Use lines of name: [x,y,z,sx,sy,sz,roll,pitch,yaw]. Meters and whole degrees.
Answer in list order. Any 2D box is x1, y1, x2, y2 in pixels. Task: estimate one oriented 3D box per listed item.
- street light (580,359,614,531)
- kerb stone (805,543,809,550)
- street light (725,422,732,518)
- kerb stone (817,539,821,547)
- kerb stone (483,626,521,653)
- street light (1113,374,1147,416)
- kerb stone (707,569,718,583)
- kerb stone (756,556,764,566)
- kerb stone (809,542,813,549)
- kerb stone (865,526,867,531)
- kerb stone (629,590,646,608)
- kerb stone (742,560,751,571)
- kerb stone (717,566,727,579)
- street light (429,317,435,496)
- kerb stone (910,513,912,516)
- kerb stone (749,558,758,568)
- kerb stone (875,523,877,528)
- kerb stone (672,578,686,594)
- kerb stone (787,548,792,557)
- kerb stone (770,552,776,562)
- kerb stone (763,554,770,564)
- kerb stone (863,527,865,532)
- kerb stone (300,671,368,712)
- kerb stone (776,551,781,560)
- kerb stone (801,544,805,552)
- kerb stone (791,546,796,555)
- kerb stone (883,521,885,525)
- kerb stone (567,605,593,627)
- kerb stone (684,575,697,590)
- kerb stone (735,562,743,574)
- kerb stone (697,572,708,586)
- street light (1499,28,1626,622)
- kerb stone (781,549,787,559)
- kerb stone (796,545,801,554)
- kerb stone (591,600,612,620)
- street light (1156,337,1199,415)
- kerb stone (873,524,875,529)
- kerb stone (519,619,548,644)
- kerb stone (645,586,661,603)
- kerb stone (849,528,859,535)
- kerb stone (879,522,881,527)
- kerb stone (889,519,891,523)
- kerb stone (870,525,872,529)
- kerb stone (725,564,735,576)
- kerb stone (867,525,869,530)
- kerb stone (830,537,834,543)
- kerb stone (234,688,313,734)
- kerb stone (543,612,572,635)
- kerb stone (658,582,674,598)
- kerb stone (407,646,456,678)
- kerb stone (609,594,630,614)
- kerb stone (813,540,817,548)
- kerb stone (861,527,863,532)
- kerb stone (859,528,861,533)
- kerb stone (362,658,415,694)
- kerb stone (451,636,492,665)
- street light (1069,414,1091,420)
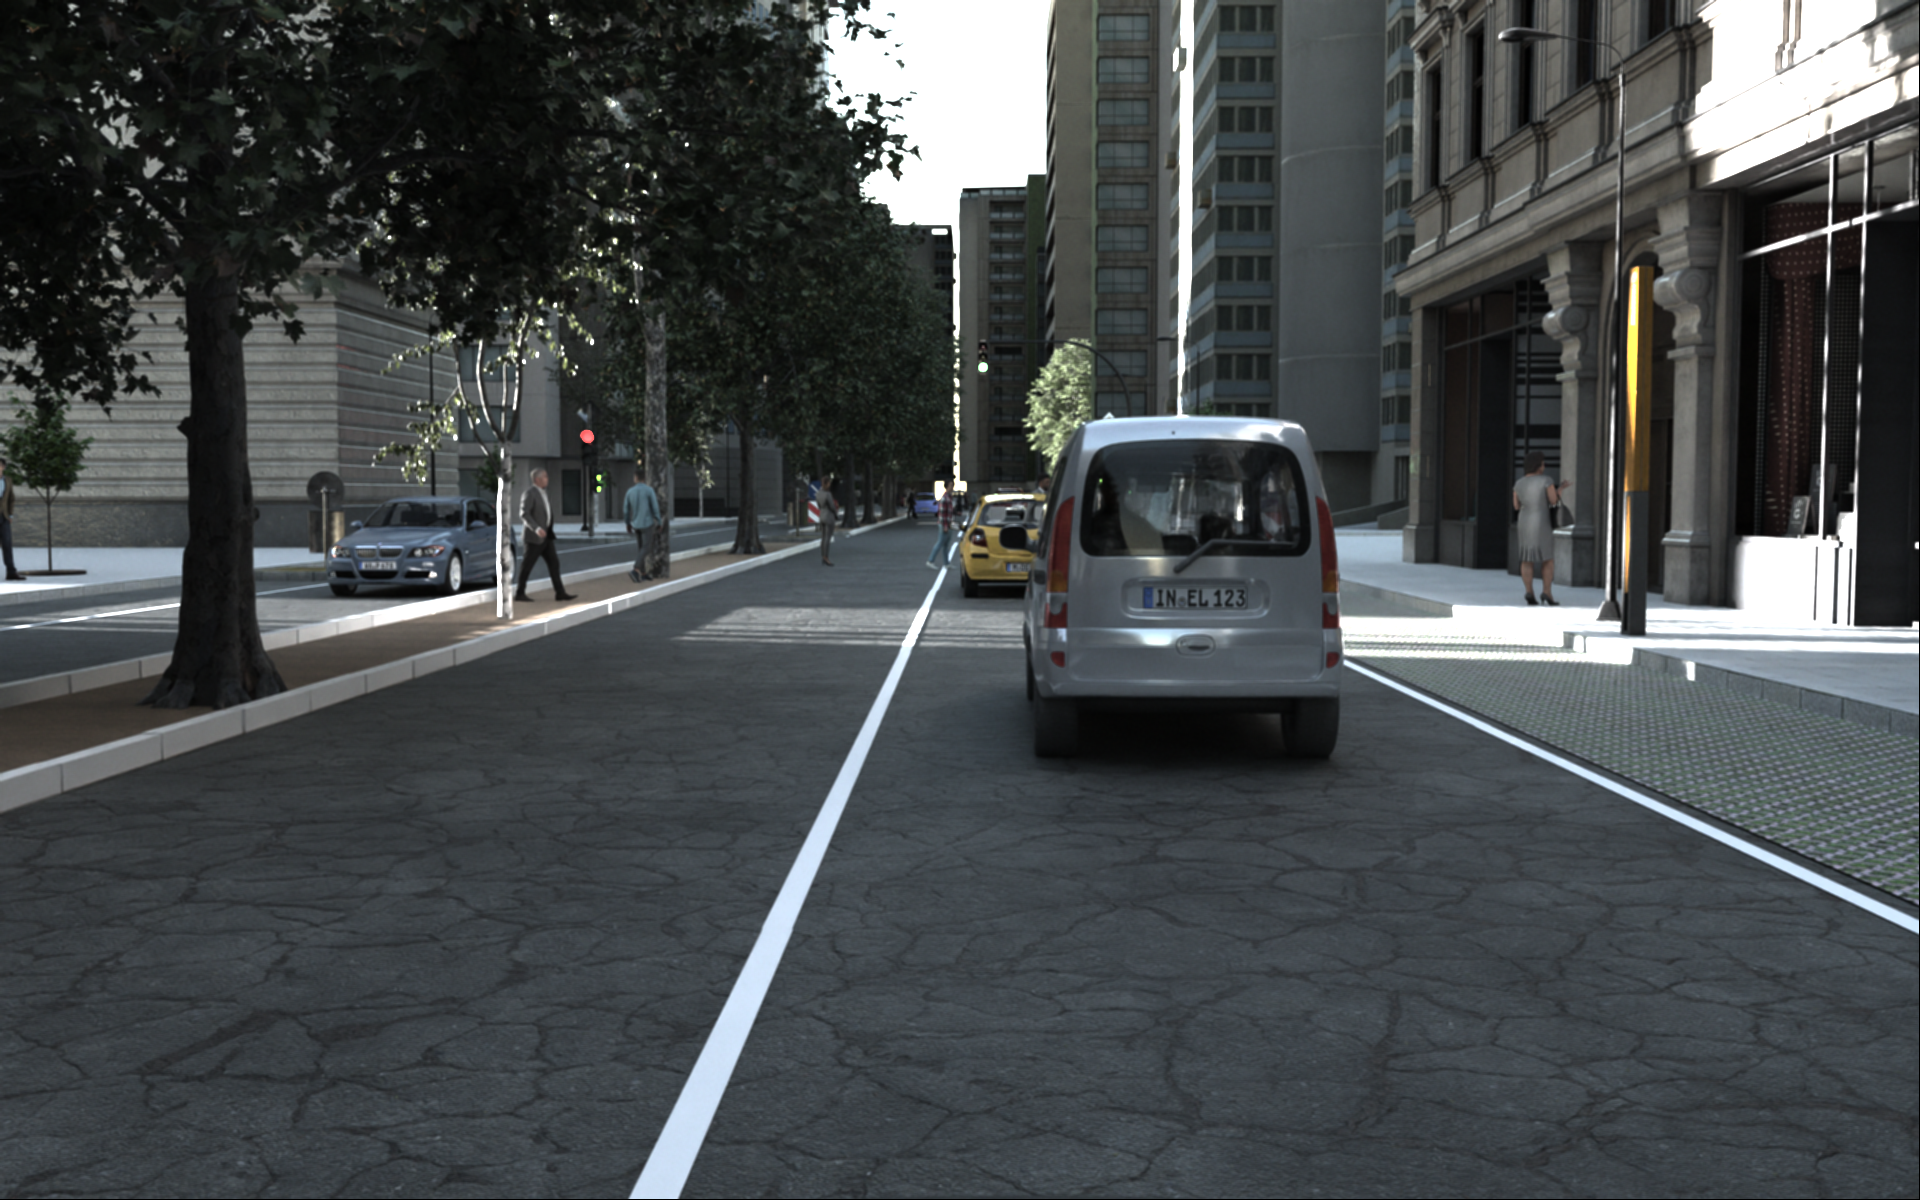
street light: [-12.351,-5.310,59.358,1.470,5.913,1.316,0,4,1]
kerb stone: [-3.968,-1.311,43.629,0.120,0.150,1.000,0,4,1]
street light: [-11.967,-7.386,93.305,1.470,5.913,1.316,0,4,1]
kerb stone: [-3.923,-1.498,46.694,0.120,0.150,1.000,0,4,1]
kerb stone: [-4.263,0.380,15.980,0.120,0.150,1.000,0,4,1]
street light: [6.603,-5.763,66.758,1.470,5.913,1.316,0,4,1]
kerb stone: [-4.127,-0.371,28.265,0.120,0.150,1.000,0,4,1]
kerb stone: [-4.074,-0.746,34.410,0.120,0.150,1.000,0,4,1]
kerb stone: [-3.952,-1.372,44.651,0.120,0.150,1.000,0,4,1]
kerb stone: [-3.725,-2.659,65.669,0.120,0.150,1.000,0,4,1]
kerb stone: [-4.197,0.005,22.120,0.120,0.150,1.000,0,4,1]
kerb stone: [-4.088,-0.622,32.362,0.120,0.150,1.000,0,4,1]
kerb stone: [-4.121,-0.431,29.287,0.120,0.150,1.000,0,4,1]
street light: [-12.494,-4.294,42.754,1.470,5.913,1.316,0,4,1]
kerb stone: [-3.263,-5.294,108.747,0.120,0.150,1.000,0,4,1]
kerb stone: [-4.077,-0.685,33.388,0.120,0.150,1.000,0,4,1]
kerb stone: [-3.657,-3.037,71.843,0.120,0.150,1.000,0,4,1]
kerb stone: [-4.168,-0.183,25.192,0.120,0.150,1.000,0,4,1]
kerb stone: [-4.016,-1.060,39.527,0.120,0.150,1.000,0,4,1]
kerb stone: [-4.049,-0.872,36.461,0.120,0.150,1.000,0,4,1]
kerb stone: [-4.052,-0.810,35.439,0.120,0.150,1.000,0,4,1]
kerb stone: [-3.736,-2.596,64.639,0.120,0.150,1.000,0,4,1]
kerb stone: [-4.313,0.632,11.864,0.120,0.150,1.000,0,4,1]
kerb stone: [-4.039,-0.935,37.483,0.120,0.150,1.000,0,4,1]
kerb stone: [-3.977,-1.248,42.602,0.120,0.150,1.000,0,4,1]
kerb stone: [-4.001,-1.123,40.549,0.120,0.150,1.000,0,4,1]
kerb stone: [-3.594,-3.413,77.998,0.120,0.150,1.000,0,4,1]
kerb stone: [-4.237,0.194,19.046,0.120,0.150,1.000,0,4,1]
kerb stone: [-4.155,-0.245,26.214,0.120,0.150,1.000,0,4,1]
kerb stone: [-4.100,-0.559,31.336,0.120,0.150,1.000,0,4,1]
kerb stone: [-4.144,-0.308,27.238,0.120,0.150,1.000,0,4,1]
street light: [6.075,-2.746,17.440,1.470,5.913,1.316,0,4,1]
kerb stone: [-4.015,-0.998,38.505,0.120,0.150,1.000,0,4,1]
kerb stone: [-3.991,-1.185,41.573,0.120,0.150,1.000,0,4,1]
kerb stone: [-4.226,0.130,20.068,0.120,0.150,1.000,0,4,1]
street light: [6.495,-4.816,51.281,1.470,5.913,1.316,0,4,1]
kerb stone: [-3.675,-2.973,70.813,0.120,0.150,1.000,0,4,1]
kerb stone: [-4.255,0.321,17.002,0.120,0.150,1.000,0,4,1]
kerb stone: [-4.186,-0.054,23.148,0.120,0.150,1.000,0,4,1]
kerb stone: [-3.768,-2.408,61.573,0.120,0.150,1.000,0,4,1]
kerb stone: [-3.634,-3.221,74.924,0.120,0.150,1.000,0,4,1]
kerb stone: [-3.541,-3.727,83.131,0.120,0.150,1.000,0,4,1]
kerb stone: [-3.691,-2.845,68.760,0.120,0.150,1.000,0,4,1]
kerb stone: [-4.116,-0.496,30.309,0.120,0.150,1.000,0,4,1]
kerb stone: [-3.711,-2.718,66.701,0.120,0.150,1.000,0,4,1]
kerb stone: [-3.883,-1.809,51.835,0.120,0.150,1.000,0,4,1]
kerb stone: [-4.319,0.695,10.836,0.120,0.150,1.000,0,4,1]
kerb stone: [-4.244,0.258,18.024,0.120,0.150,1.000,0,4,1]
kerb stone: [-4.181,-0.121,24.170,0.120,0.150,1.000,0,4,1]
kerb stone: [-4.285,0.509,13.931,0.120,0.150,1.000,0,4,1]
kerb stone: [-4.207,0.067,21.095,0.120,0.150,1.000,0,4,1]
kerb stone: [-3.945,-1.436,45.672,0.120,0.150,1.000,0,4,1]
kerb stone: [-3.757,-2.533,63.617,0.120,0.150,1.000,0,4,1]
kerb stone: [-3.768,-2.471,62.595,0.120,0.150,1.000,0,4,1]
kerb stone: [-4.300,0.574,12.897,0.120,0.150,1.000,0,4,1]
kerb stone: [-4.267,0.448,14.955,0.120,0.150,1.000,0,4,1]
street light: [7.048,-7.837,100.681,1.470,5.913,1.316,0,4,1]
